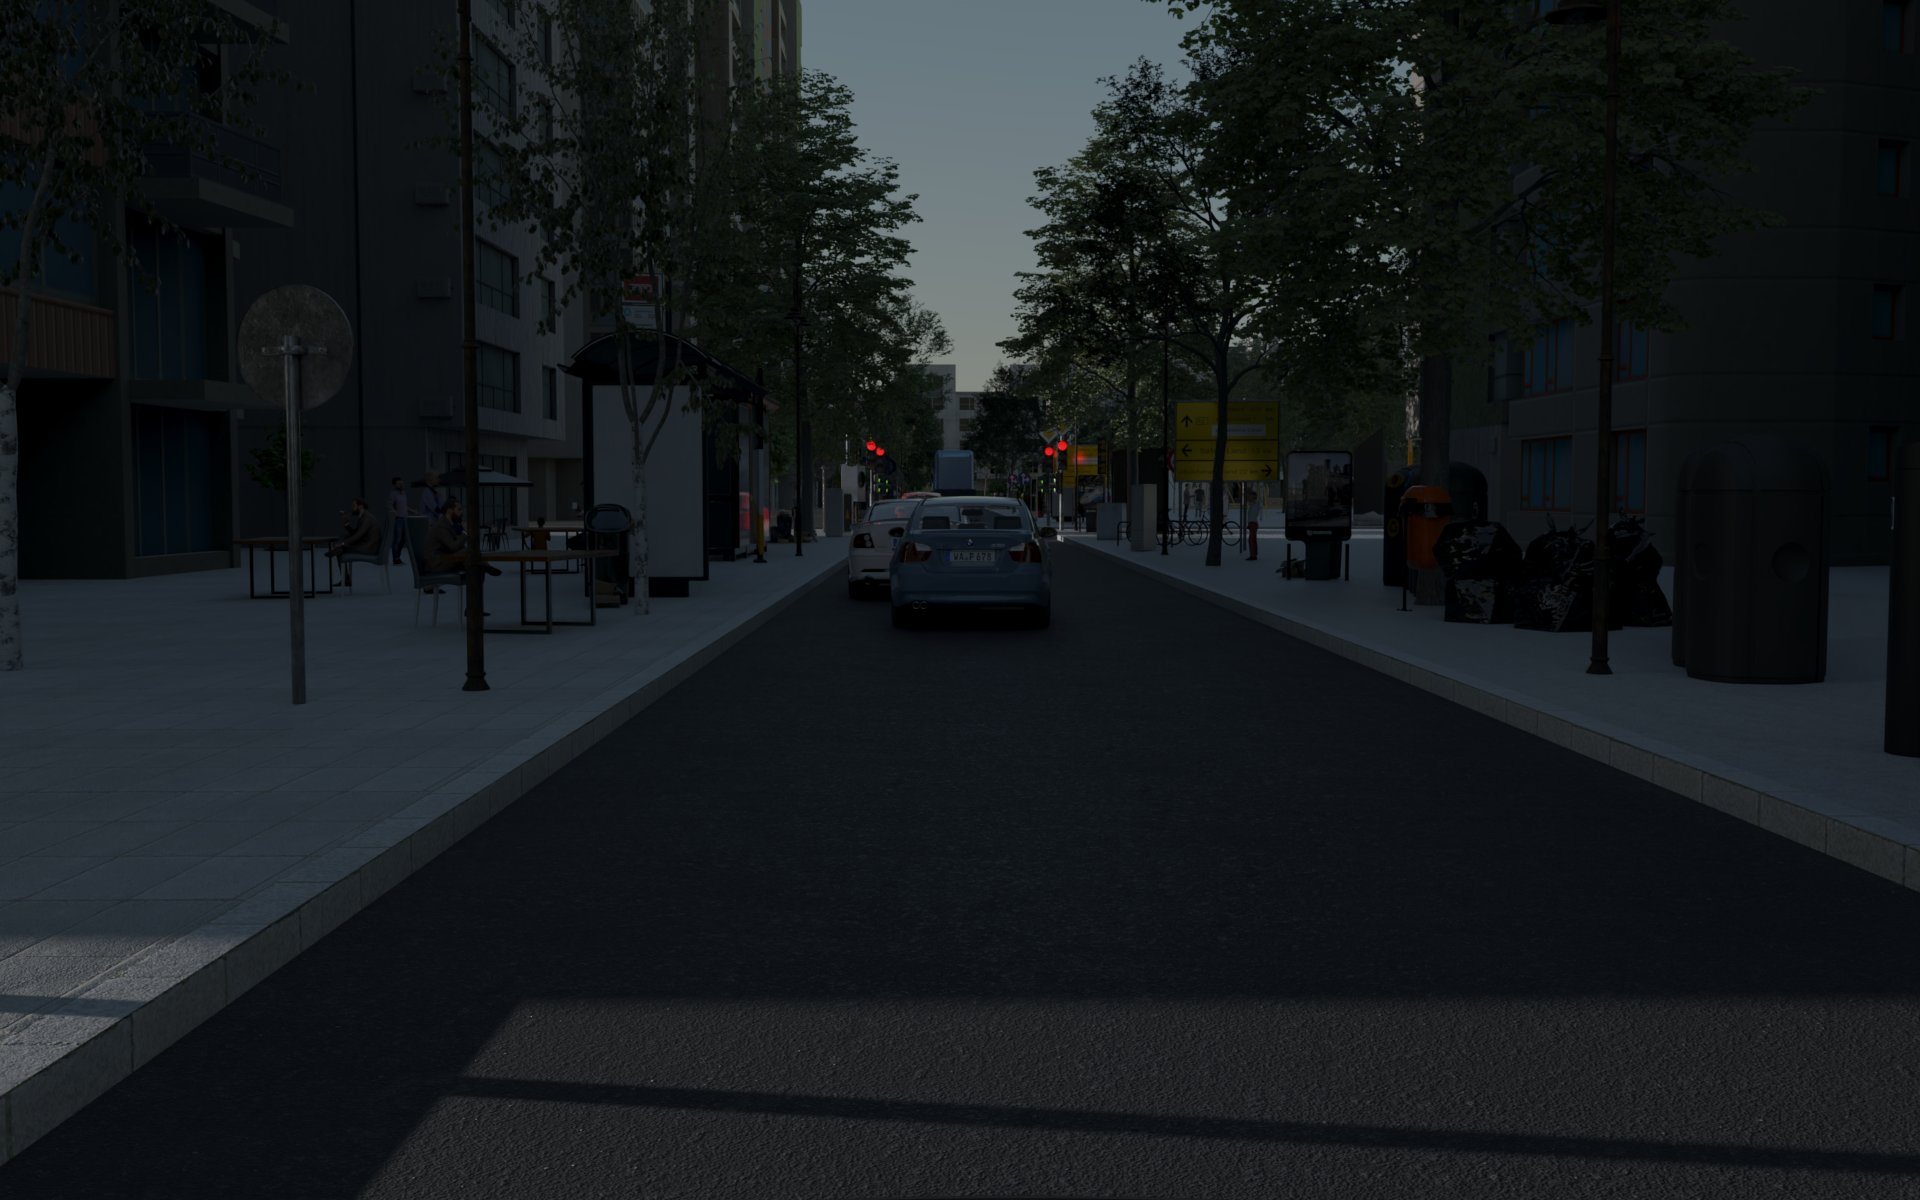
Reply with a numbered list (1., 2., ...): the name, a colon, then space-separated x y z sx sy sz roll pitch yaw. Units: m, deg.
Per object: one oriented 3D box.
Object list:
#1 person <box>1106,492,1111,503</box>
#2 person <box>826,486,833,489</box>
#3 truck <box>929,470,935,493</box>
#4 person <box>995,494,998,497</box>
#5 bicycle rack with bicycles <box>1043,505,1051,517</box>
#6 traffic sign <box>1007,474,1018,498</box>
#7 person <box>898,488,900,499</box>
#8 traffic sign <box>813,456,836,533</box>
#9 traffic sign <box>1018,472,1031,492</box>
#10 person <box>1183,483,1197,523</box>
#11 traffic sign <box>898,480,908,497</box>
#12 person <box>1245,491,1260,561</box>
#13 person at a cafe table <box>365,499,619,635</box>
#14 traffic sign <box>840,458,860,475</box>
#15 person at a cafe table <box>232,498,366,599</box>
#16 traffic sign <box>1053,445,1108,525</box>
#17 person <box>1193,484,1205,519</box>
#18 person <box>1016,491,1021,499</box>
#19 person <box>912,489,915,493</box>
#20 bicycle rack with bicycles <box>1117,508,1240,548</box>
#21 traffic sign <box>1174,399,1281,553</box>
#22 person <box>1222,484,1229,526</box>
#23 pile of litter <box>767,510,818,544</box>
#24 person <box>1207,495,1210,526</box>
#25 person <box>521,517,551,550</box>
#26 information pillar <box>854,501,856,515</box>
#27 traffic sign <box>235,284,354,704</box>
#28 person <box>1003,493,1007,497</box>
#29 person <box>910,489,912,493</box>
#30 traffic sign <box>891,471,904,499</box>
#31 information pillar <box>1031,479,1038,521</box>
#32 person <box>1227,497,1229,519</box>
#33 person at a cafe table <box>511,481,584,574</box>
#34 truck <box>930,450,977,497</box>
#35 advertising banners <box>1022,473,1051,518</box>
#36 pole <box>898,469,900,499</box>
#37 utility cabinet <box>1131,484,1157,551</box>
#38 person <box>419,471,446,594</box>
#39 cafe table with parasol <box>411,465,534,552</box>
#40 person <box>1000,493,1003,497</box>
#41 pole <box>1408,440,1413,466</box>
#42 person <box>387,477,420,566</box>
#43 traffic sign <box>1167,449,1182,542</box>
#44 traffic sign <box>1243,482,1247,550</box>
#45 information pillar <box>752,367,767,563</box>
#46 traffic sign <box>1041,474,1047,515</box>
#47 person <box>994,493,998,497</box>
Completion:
1. person: 11.180 -7.301 128.647 0.726 1.435 0.776 -2 4 -35
2. person: -6.686 -5.055 89.498 0.445 1.727 0.742 0 4 4
3. truck: -1.790 -11.273 174.069 2.967 4.110 18.799 0 4 0
4. person: 4.598 -11.621 196.015 1.348 1.831 0.705 0 3 0
5. bicycle rack with bicycles: 4.933 -5.076 96.371 2.925 0.926 2.852 0 4 6
6. traffic sign: 3.391 -6.769 110.772 0.768 2.556 0.104 0 4 5
7. person: -4.131 -6.299 110.495 0.566 1.644 0.517 1 4 15
8. traffic sign: -4.513 -3.510 57.493 0.768 2.556 0.104 0 4 1
9. traffic sign: 3.679 -6.052 99.063 0.768 2.556 0.104 0 4 2
10. person: 10.303 -4.333 77.424 0.750 1.759 0.617 1 4 20
11. traffic sign: -4.441 -8.181 133.767 0.884 2.594 0.081 0 4 4
12. person: 5.651 -1.446 33.591 0.340 1.345 0.435 0 4 -7
13. person at a cafe table: -4.375 -0.341 16.442 1.726 1.238 1.698 1 4 11
14. traffic sign: -3.910 -3.764 61.644 0.768 2.556 0.104 0 4 3
15. person at a cafe table: -8.019 -0.667 21.775 1.726 1.238 1.698 -1 4 -8
16. traffic sign: 4.986 -4.752 71.566 2.265 3.308 0.079 0 4 6
17. person: 12.302 -5.070 89.070 0.598 1.807 0.434 0 4 4
18. person: 6.296 -11.070 187.181 0.705 1.807 1.348 1 4 23
19. person: -5.184 -11.241 189.930 1.348 1.812 0.705 -2 4 -32
20. bicycle rack with bicycles: 5.139 -1.807 42.923 2.852 0.926 2.925 -3 5 -41
21. traffic sign: 5.767 -2.666 37.462 2.265 3.308 0.079 1 4 9
22. person: 10.437 -3.811 69.022 0.551 1.740 0.621 0 4 7
23. pile of litter: -4.401 -1.933 45.564 1.719 0.858 1.176 -3 5 -41
24. person: 10.295 -3.710 70.604 0.340 1.345 0.435 2 4 29
25. person: -8.296 -1.208 34.072 0.859 0.850 0.655 -1 4 -14
26. information pillar: -6.081 -5.861 100.316 0.304 2.012 0.304 1 4 13
27. traffic sign: -4.046 -0.637 10.526 0.768 2.556 0.104 1 4 8
28. person: 4.751 -10.730 182.948 0.415 1.643 0.593 0 4 4
29. person: -5.172 -10.727 181.414 0.705 1.826 1.348 0 4 -8
30. traffic sign: -3.488 -5.862 95.955 0.768 2.556 0.104 0 4 8
31. information pillar: 3.504 -4.724 81.727 0.304 2.012 0.304 1 4 10
32. person: 13.337 -4.831 87.303 0.388 1.546 0.482 -2 4 -34
33. person at a cafe table: -6.398 -1.213 28.344 1.622 1.524 1.698 -1 4 -22
34. truck: -0.253 -6.801 100.953 2.967 4.110 18.799 0 4 -1
35. advertising banners: 4.263 -5.968 93.766 2.074 3.025 0.090 2 4 35
36. pole: -5.042 -9.108 142.752 0.158 3.312 0.155 0 3 0
37. utility cabinet: 4.140 -1.862 39.118 0.318 1.500 1.173 1 4 20
38. person: -6.809 -0.872 22.365 0.319 1.574 0.516 -1 4 -15
39. cafe table with parasol: -10.897 -2.073 38.752 2.610 1.966 2.610 0 3 0
40. person: 4.543 -11.351 192.562 0.756 1.711 0.436 -3 5 -42
41. pole: 16.201 -4.190 62.348 0.158 3.312 0.155 0 3 0
42. person: -10.062 -1.414 31.114 0.435 1.587 0.963 0 4 6
43. traffic sign: 5.901 -2.827 46.334 0.768 2.556 0.104 0 4 2
44. traffic sign: 6.490 -2.403 39.402 0.768 2.556 0.104 0 3 0
45. information pillar: -3.764 -2.505 32.317 0.183 3.616 0.504 -1 4 -21
46. traffic sign: 5.384 -6.587 107.808 0.768 2.556 0.104 1 4 9
47. person: 4.191 -12.345 208.416 0.750 1.759 0.617 -3 5 -44
